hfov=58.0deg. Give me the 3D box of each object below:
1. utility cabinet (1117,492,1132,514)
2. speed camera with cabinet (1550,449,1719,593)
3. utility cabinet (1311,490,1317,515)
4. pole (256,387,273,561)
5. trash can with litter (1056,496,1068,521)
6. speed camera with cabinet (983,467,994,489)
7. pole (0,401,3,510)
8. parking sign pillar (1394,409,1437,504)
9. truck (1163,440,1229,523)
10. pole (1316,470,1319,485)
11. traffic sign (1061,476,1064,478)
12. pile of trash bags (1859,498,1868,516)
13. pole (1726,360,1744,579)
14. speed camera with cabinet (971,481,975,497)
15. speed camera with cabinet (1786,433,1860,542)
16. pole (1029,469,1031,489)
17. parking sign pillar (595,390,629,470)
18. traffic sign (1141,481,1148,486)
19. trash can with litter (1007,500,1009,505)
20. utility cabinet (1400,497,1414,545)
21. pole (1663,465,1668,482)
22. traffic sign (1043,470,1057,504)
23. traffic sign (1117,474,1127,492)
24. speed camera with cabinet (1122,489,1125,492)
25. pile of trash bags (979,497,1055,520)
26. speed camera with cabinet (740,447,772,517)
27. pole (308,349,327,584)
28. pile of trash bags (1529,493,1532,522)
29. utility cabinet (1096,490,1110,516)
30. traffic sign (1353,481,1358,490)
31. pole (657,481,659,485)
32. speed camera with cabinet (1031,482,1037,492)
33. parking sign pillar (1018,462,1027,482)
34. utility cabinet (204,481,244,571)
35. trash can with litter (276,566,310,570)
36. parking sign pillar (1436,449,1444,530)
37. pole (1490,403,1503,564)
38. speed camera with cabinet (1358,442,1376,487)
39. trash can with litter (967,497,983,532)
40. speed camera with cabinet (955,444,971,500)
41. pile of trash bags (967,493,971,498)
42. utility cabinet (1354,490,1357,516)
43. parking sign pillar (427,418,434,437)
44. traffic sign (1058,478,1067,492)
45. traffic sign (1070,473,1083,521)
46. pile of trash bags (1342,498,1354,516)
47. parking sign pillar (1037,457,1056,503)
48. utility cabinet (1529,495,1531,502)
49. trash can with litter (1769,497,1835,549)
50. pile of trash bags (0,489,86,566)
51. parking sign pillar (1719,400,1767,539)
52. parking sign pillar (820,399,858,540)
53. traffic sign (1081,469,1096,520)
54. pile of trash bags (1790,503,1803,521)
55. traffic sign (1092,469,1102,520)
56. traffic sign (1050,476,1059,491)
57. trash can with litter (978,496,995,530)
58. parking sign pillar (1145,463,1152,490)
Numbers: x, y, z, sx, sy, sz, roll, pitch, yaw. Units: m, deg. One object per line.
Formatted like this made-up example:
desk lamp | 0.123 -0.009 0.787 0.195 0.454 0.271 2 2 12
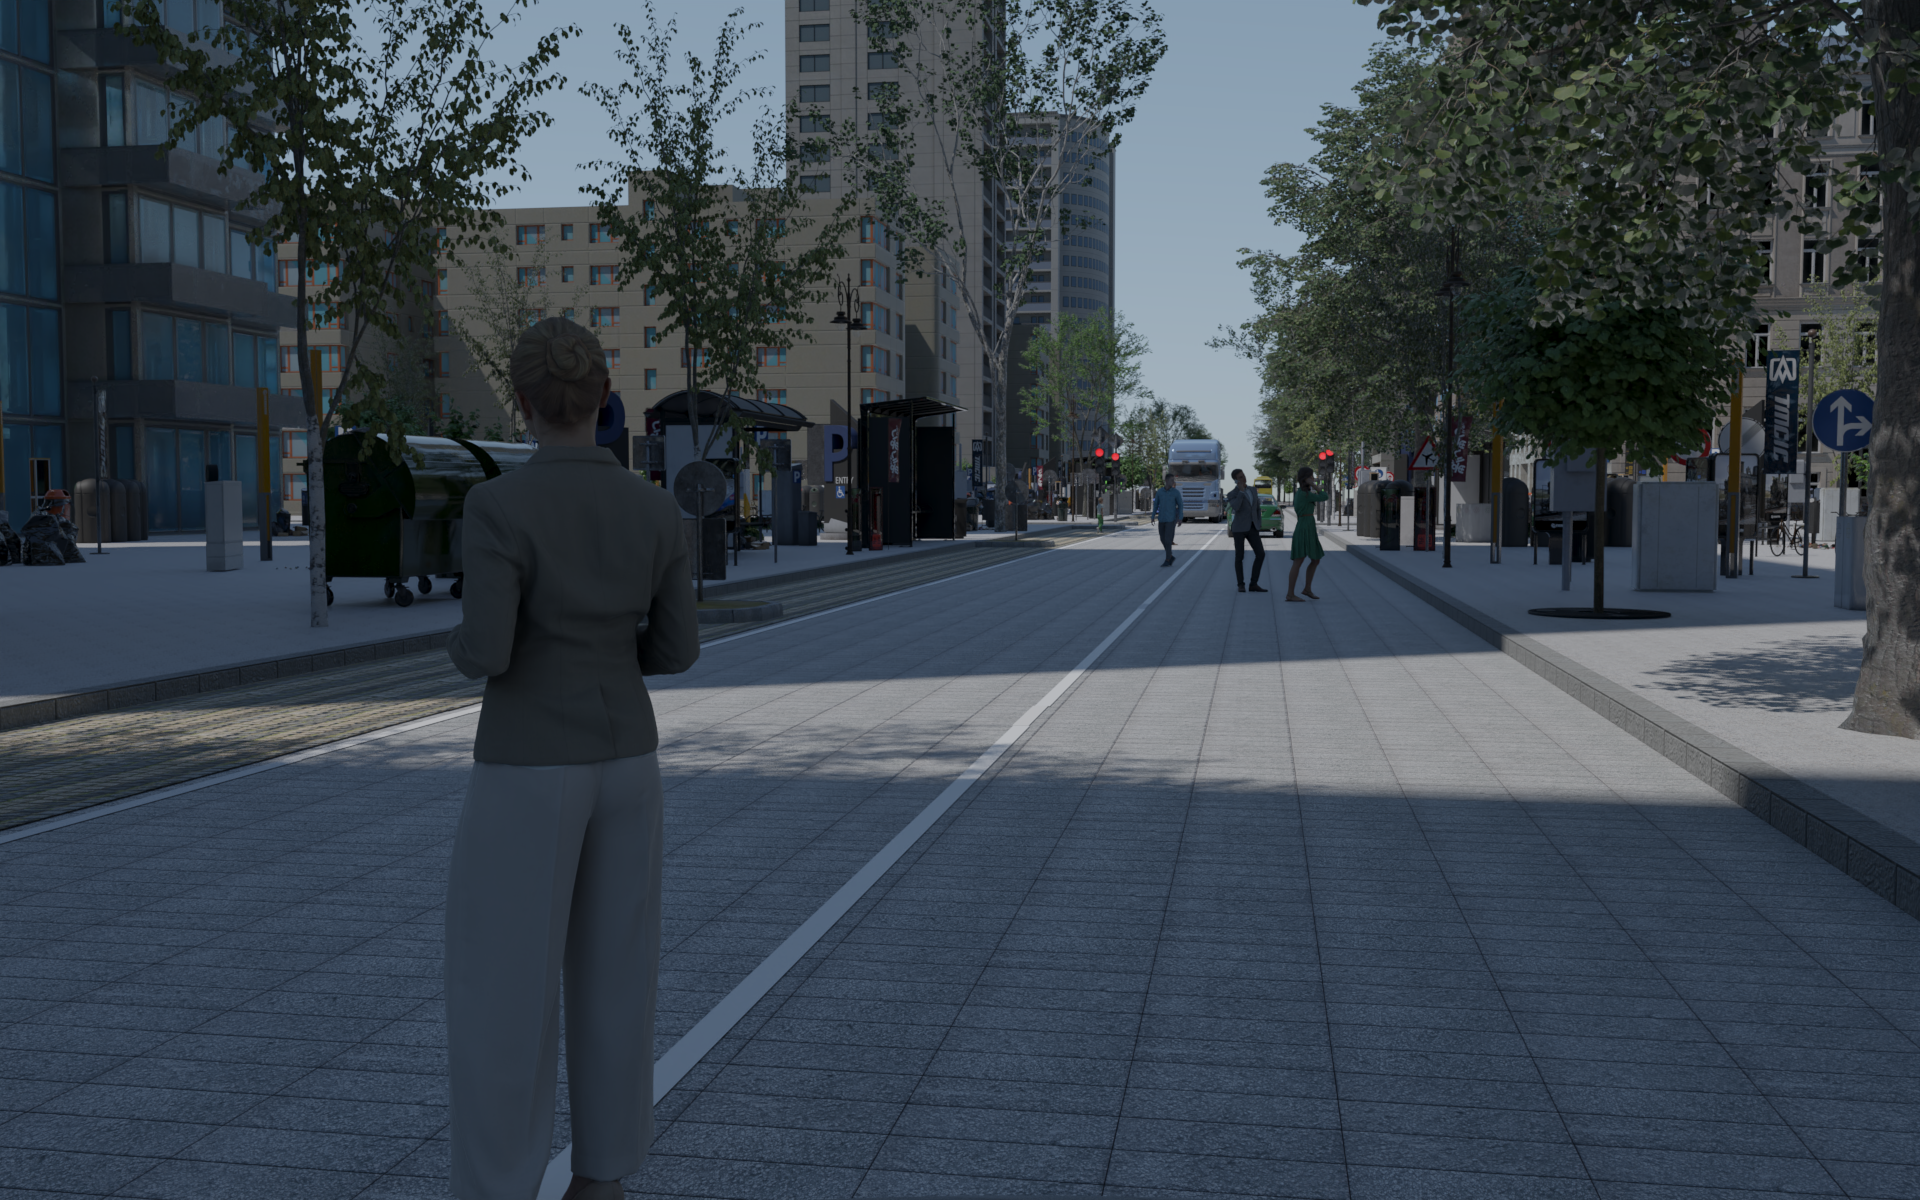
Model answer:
utility cabinet | 10.294 -6.130 108.911 1.173 1.500 0.318 -2 4 -35
speed camera with cabinet | 8.915 -1.749 22.931 2.038 3.252 0.660 1 4 14
utility cabinet | 21.844 -5.945 105.883 0.318 1.500 1.173 -3 4 -38
pole | -13.337 -2.408 33.206 0.158 3.312 0.155 0 3 0
trash can with litter | 4.735 -4.285 81.449 0.624 1.170 1.055 -1 4 -10
speed camera with cabinet | 2.658 -8.066 126.221 2.038 3.252 0.660 -2 4 -26
pole | -20.995 -2.693 37.866 0.158 3.312 0.155 0 3 0
parking sign pillar | 14.149 -4.071 55.040 1.447 3.967 1.447 2 4 27
truck | 12.729 -6.215 91.372 2.967 4.110 18.799 1 4 10
pole | 24.104 -7.512 116.670 0.158 3.312 0.155 0 3 0
traffic sign | 6.794 -7.196 117.764 0.768 2.556 0.104 1 4 11
pile of trash bags | 40.822 -4.229 78.904 3.447 1.369 1.912 -2 4 -34
pole | 11.753 -1.983 26.270 0.158 3.312 0.155 0 3 0
speed camera with cabinet | 0.453 -7.327 114.129 0.660 3.252 2.038 1 4 14
speed camera with cabinet | 23.143 -3.206 46.762 2.038 3.252 0.660 0 4 1
pole | 5.600 -8.848 138.515 0.158 3.312 0.155 0 3 0
parking sign pillar | -6.734 -2.674 32.188 1.447 3.967 1.447 2 4 30
traffic sign | 15.630 -8.997 147.202 0.768 2.556 0.104 1 4 19
trash can with litter | 2.144 -4.279 81.353 0.624 1.170 1.055 -2 4 -24
utility cabinet | 11.394 -2.001 43.882 1.020 1.237 0.306 3 5 41
pole | 32.019 -5.189 78.684 0.158 3.312 0.155 0 3 0
traffic sign | 4.684 -5.542 90.713 0.768 2.556 0.104 1 4 15
traffic sign | 10.212 -6.714 109.877 0.768 2.556 0.104 1 4 18
speed camera with cabinet | 11.341 -8.178 128.041 2.038 3.252 0.660 -2 4 -33
pile of trash bags | 2.972 -4.632 85.478 3.447 1.369 1.912 -3 5 -42
speed camera with cabinet | -8.539 -4.813 73.023 2.038 3.252 0.660 -1 4 -13
pole | -9.119 -1.880 24.577 0.158 3.312 0.155 0 3 0
pile of trash bags | 21.933 -3.272 63.247 1.912 1.369 3.447 -2 4 -34
utility cabinet | 8.217 -5.577 99.863 0.318 1.500 1.173 2 4 31
traffic sign | 33.350 -8.958 146.561 0.768 2.556 0.104 1 4 18
pole | -16.889 -6.282 96.558 0.158 3.312 0.155 0 3 0
speed camera with cabinet | 5.584 -9.103 143.161 0.660 3.252 2.038 -3 4 -38
parking sign pillar | 5.298 -9.692 146.934 1.447 3.967 1.447 1 4 16
utility cabinet | -12.364 -1.248 29.081 0.318 1.500 1.173 -1 4 -9
trash can with litter | -10.495 -1.122 29.398 1.678 1.210 2.233 -3 5 -40
parking sign pillar | 17.761 -4.522 62.404 1.447 3.967 1.447 1 4 12
pole | 9.876 -2.324 31.838 0.158 3.312 0.155 0 3 0
speed camera with cabinet | 15.366 -4.307 64.749 0.660 3.252 2.038 0 4 2
trash can with litter | 0.384 -2.952 59.654 0.624 1.170 1.055 1 4 15
speed camera with cabinet | -0.502 -4.525 68.326 0.660 3.252 2.038 -2 4 -32
pile of trash bags | 1.527 -5.929 106.697 3.447 1.369 1.912 -3 4 -36
utility cabinet | 22.967 -5.482 98.311 1.173 1.500 0.318 1 4 20
parking sign pillar | -18.819 -4.497 61.994 1.447 3.967 1.447 -1 4 -23
traffic sign | 6.405 -6.545 109.145 0.606 2.300 0.079 1 4 12
traffic sign | 5.606 -4.977 83.501 0.606 2.300 0.079 1 4 19
pile of trash bags | 23.920 -5.579 100.961 3.447 1.369 1.912 -3 5 -44
parking sign pillar | 6.200 -8.316 124.445 1.447 3.967 1.447 -1 4 -11
utility cabinet | 26.852 -4.282 81.169 1.020 1.237 0.306 0 4 1
trash can with litter | 20.165 -1.835 41.066 1.678 1.210 2.233 1 4 22
pile of trash bags | -17.238 -1.371 32.168 1.912 1.369 3.447 -1 4 -11
parking sign pillar | 22.673 -3.771 50.130 1.447 3.967 1.447 -2 4 -34
parking sign pillar | -3.238 -3.691 48.812 1.447 3.967 1.447 3 5 40
traffic sign | 6.368 -5.270 86.264 0.768 2.556 0.104 1 4 10
pile of trash bags | 40.686 -4.523 83.710 3.447 1.369 1.912 0 4 2
traffic sign | 6.779 -5.327 87.200 0.768 2.556 0.104 1 4 12
traffic sign | 5.794 -6.623 108.390 0.768 2.556 0.104 1 4 19
trash can with litter | 0.653 -3.113 61.947 2.233 1.210 1.678 0 4 1
parking sign pillar | 15.898 -9.783 148.426 1.447 3.967 1.447 -3 5 -44
